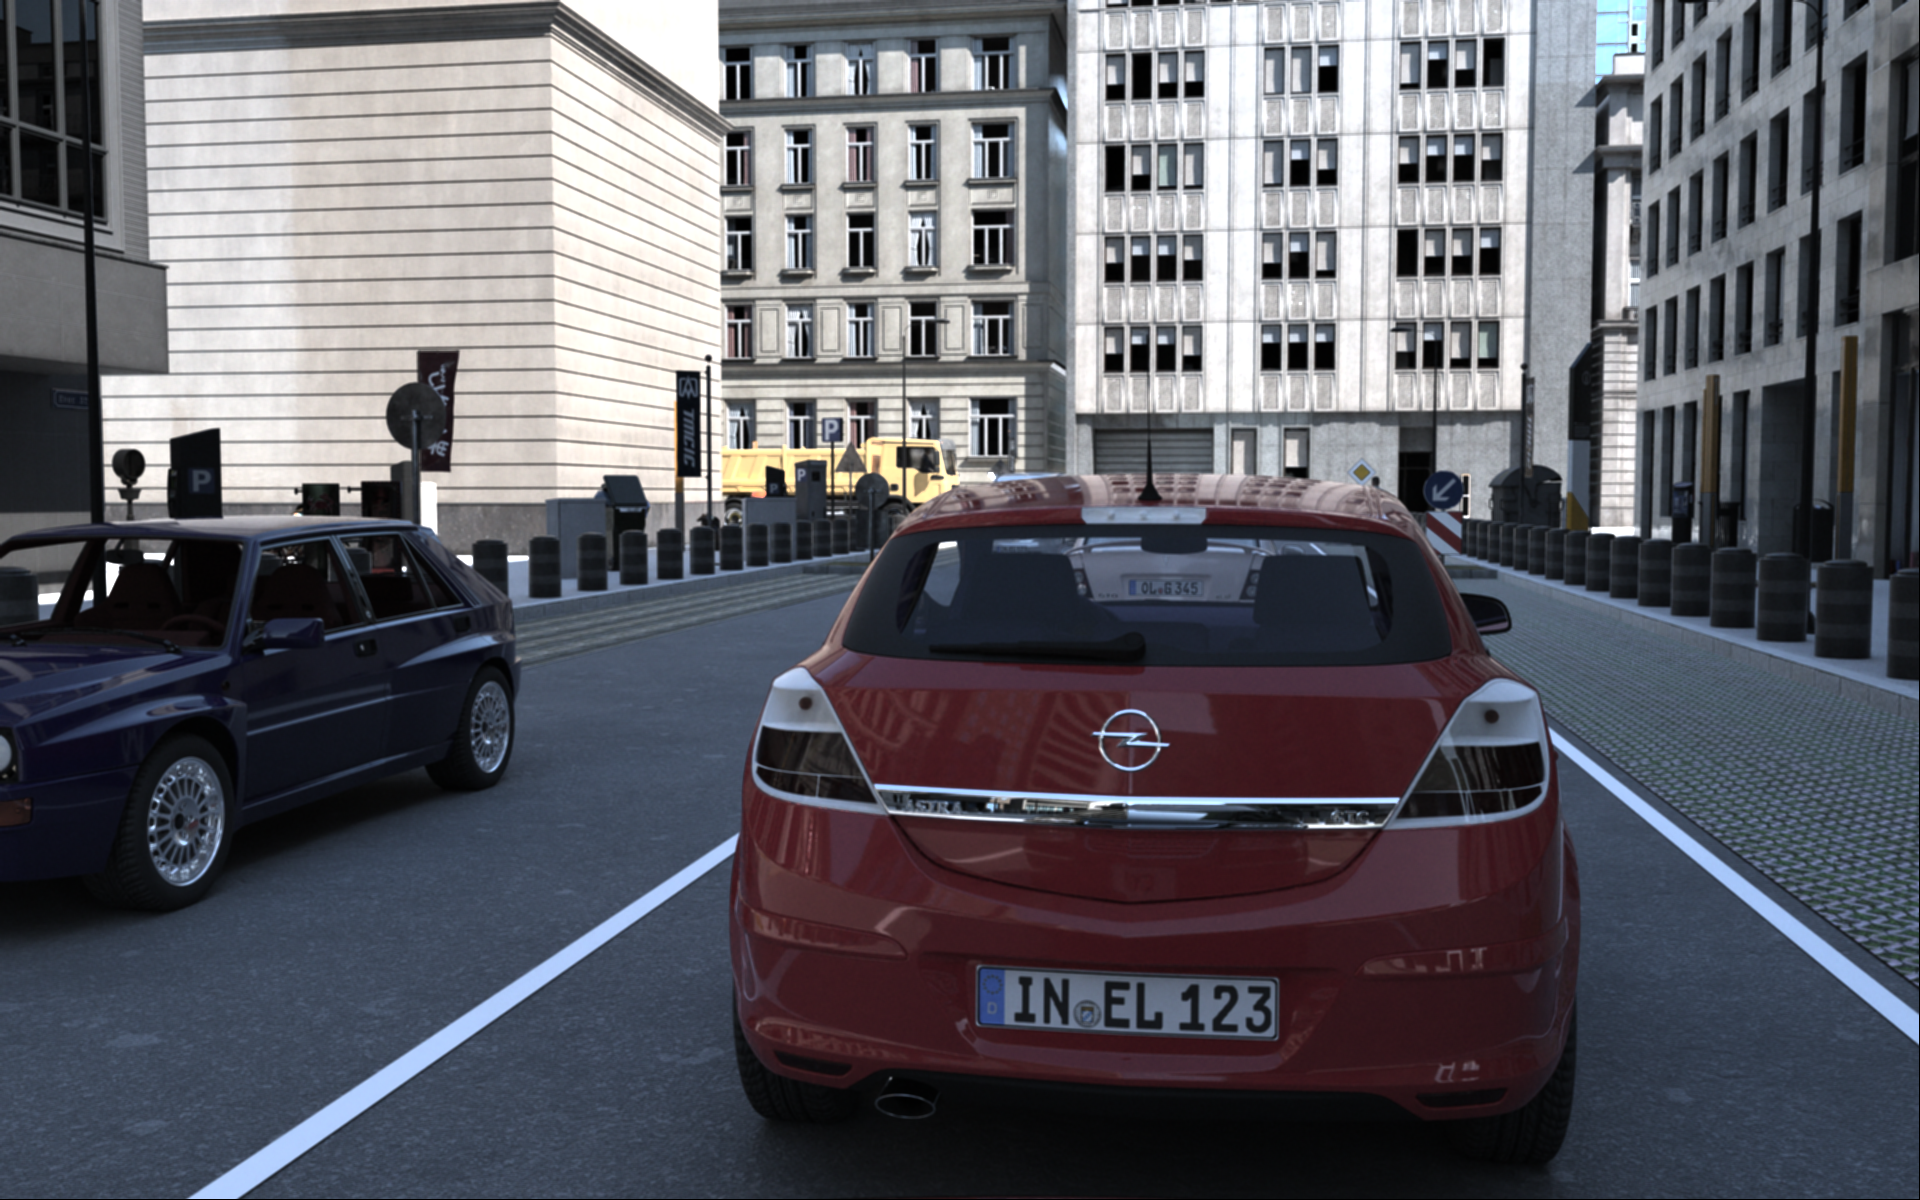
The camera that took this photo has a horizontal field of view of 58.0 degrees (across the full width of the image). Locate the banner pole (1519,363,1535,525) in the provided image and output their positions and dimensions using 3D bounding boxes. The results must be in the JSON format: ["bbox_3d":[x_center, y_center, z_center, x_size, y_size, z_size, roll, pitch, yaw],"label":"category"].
[{"bbox_3d":[10.779,-2.627,32.972,0.401,3.779,0.863,0,4,0],"label":"banner pole"}]

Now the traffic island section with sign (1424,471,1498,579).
[{"bbox_3d":[8.215,-1.315,30.132,1.989,1.847,2.006,1,4,9],"label":"traffic island section with sign"}]

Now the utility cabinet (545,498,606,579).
[{"bbox_3d":[-5.872,-0.939,26.510,0.306,1.237,1.020,2,4,31],"label":"utility cabinet"}]

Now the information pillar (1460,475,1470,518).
[{"bbox_3d":[19.084,-3.731,65.500,0.304,2.012,0.304,0,4,3],"label":"information pillar"}]

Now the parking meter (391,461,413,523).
[{"bbox_3d":[-9.828,-1.521,30.572,0.399,1.863,0.255,2,4,32],"label":"parking meter"}]

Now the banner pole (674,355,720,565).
[{"bbox_3d":[-4.711,-2.511,31.076,0.863,3.779,0.401,-2,4,-33],"label":"banner pole"}]

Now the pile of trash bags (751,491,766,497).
[{"bbox_3d":[-5.182,-2.503,50.683,1.912,1.369,3.447,1,4,21],"label":"pile of trash bags"}]

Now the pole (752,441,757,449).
[{"bbox_3d":[-7.936,-4.480,67.088,0.158,3.312,0.155,0,3,0],"label":"pole"}]

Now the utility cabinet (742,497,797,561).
[{"bbox_3d":[-3.669,-1.355,33.312,1.020,1.237,0.306,-2,4,-25],"label":"utility cabinet"}]

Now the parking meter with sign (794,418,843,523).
[{"bbox_3d":[-3.386,-2.616,39.029,0.543,3.016,1.738,2,4,34],"label":"parking meter with sign"}]

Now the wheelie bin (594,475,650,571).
[{"bbox_3d":[-5.713,-1.295,29.084,0.980,1.594,0.693,-3,5,-40],"label":"wheelie bin"}]

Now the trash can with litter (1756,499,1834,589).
[{"bbox_3d":[11.340,-0.789,23.958,2.233,1.210,1.678,0,4,6],"label":"trash can with litter"}]

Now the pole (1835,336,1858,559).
[{"bbox_3d":[11.498,-1.752,22.481,0.158,3.312,0.155,0,3,0],"label":"pole"}]

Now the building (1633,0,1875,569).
[{"bbox_3d":[20.665,-10.951,33.800,10.420,20.320,16.860,1,4,9],"label":"building"}]

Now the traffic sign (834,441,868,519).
[{"bbox_3d":[-2.697,-2.613,42.727,0.884,2.594,0.081,1,4,19],"label":"traffic sign"}]

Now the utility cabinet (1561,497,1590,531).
[{"bbox_3d":[14.775,-1.862,41.606,0.306,1.237,1.020,3,5,42],"label":"utility cabinet"}]

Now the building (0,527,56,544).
[{"bbox_3d":[-18.702,-13.327,11.399,14.314,27.812,24.014,1,4,9],"label":"building"}]

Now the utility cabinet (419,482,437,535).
[{"bbox_3d":[-10.363,-1.442,32.255,1.173,1.500,0.318,0,4,5],"label":"utility cabinet"}]

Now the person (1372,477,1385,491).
[{"bbox_3d":[9.667,-1.963,40.465,0.748,1.841,0.638,-2,4,-32],"label":"person"}]

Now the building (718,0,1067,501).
[{"bbox_3d":[-9.281,-15.032,79.059,30.059,22.955,16.112,1,4,9],"label":"building"}]

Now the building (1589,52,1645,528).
[{"bbox_3d":[36.700,-13.906,69.162,24.055,21.916,13.314,1,4,9],"label":"building"}]

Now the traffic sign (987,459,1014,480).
[{"bbox_3d":[1.169,-2.856,50.346,0.795,2.450,0.064,1,4,9],"label":"traffic sign"}]

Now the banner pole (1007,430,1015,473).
[{"bbox_3d":[1.988,-4.736,67.446,0.401,3.779,0.863,-1,4,-19],"label":"banner pole"}]

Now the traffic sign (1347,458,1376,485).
[{"bbox_3d":[11.271,-2.753,48.648,0.795,2.450,0.064,1,4,9],"label":"traffic sign"}]

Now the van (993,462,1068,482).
[{"bbox_3d":[1.249,-1.539,32.179,2.013,2.044,4.112,1,4,10],"label":"van"}]

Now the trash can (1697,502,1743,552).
[{"bbox_3d":[13.691,-1.197,31.232,0.748,1.137,0.748,0,3,0],"label":"trash can"}]

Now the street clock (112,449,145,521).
[{"bbox_3d":[-13.411,-1.432,27.990,0.358,2.002,0.471,1,4,18],"label":"street clock"}]

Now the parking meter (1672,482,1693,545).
[{"bbox_3d":[14.601,-1.628,35.022,0.372,1.533,0.369,0,3,0],"label":"parking meter"}]

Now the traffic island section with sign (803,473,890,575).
[{"bbox_3d":[-1.658,-1.403,31.564,1.989,1.847,2.006,1,4,9],"label":"traffic island section with sign"}]

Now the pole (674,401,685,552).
[{"bbox_3d":[-6.162,-2.703,38.033,0.158,3.312,0.155,0,3,0],"label":"pole"}]

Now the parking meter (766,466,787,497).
[{"bbox_3d":[-3.806,-1.847,35.904,0.399,1.863,0.255,1,4,12],"label":"parking meter"}]

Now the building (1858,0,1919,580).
[{"bbox_3d":[20.531,-12.422,7.622,19.350,26.468,34.151,1,4,9],"label":"building"}]

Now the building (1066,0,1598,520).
[{"bbox_3d":[14.994,-15.571,72.615,19.932,24.808,12.078,1,4,9],"label":"building"}]

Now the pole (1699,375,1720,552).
[{"bbox_3d":[12.885,-2.195,29.734,0.158,3.312,0.155,0,3,0],"label":"pole"}]

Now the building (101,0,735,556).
[{"bbox_3d":[-19.231,-14.997,42.461,25.104,27.353,12.463,1,4,9],"label":"building"}]

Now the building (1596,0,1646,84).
[{"bbox_3d":[77.754,-55.966,227.708,31.000,86.520,22.319,1,4,9],"label":"building"}]

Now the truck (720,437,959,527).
[{"bbox_3d":[-4.092,-3.959,60.659,9.791,3.379,3.469,1,4,10],"label":"truck"}]

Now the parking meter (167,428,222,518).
[{"bbox_3d":[-6.753,-0.587,15.308,0.399,1.863,0.255,-3,5,-42],"label":"parking meter"}]

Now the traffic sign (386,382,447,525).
[{"bbox_3d":[-6.215,-1.203,19.779,0.768,2.556,0.104,1,4,14],"label":"traffic sign"}]

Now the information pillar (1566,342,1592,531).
[{"bbox_3d":[9.554,-2.163,26.716,0.504,3.616,0.183,-3,4,-37],"label":"information pillar"}]

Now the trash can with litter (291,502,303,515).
[{"bbox_3d":[-10.859,-1.070,28.878,0.624,1.170,1.055,-2,4,-23],"label":"trash can with litter"}]

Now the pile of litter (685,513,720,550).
[{"bbox_3d":[-5.594,-1.575,39.717,1.176,0.858,1.719,-3,5,-44],"label":"pile of litter"}]
